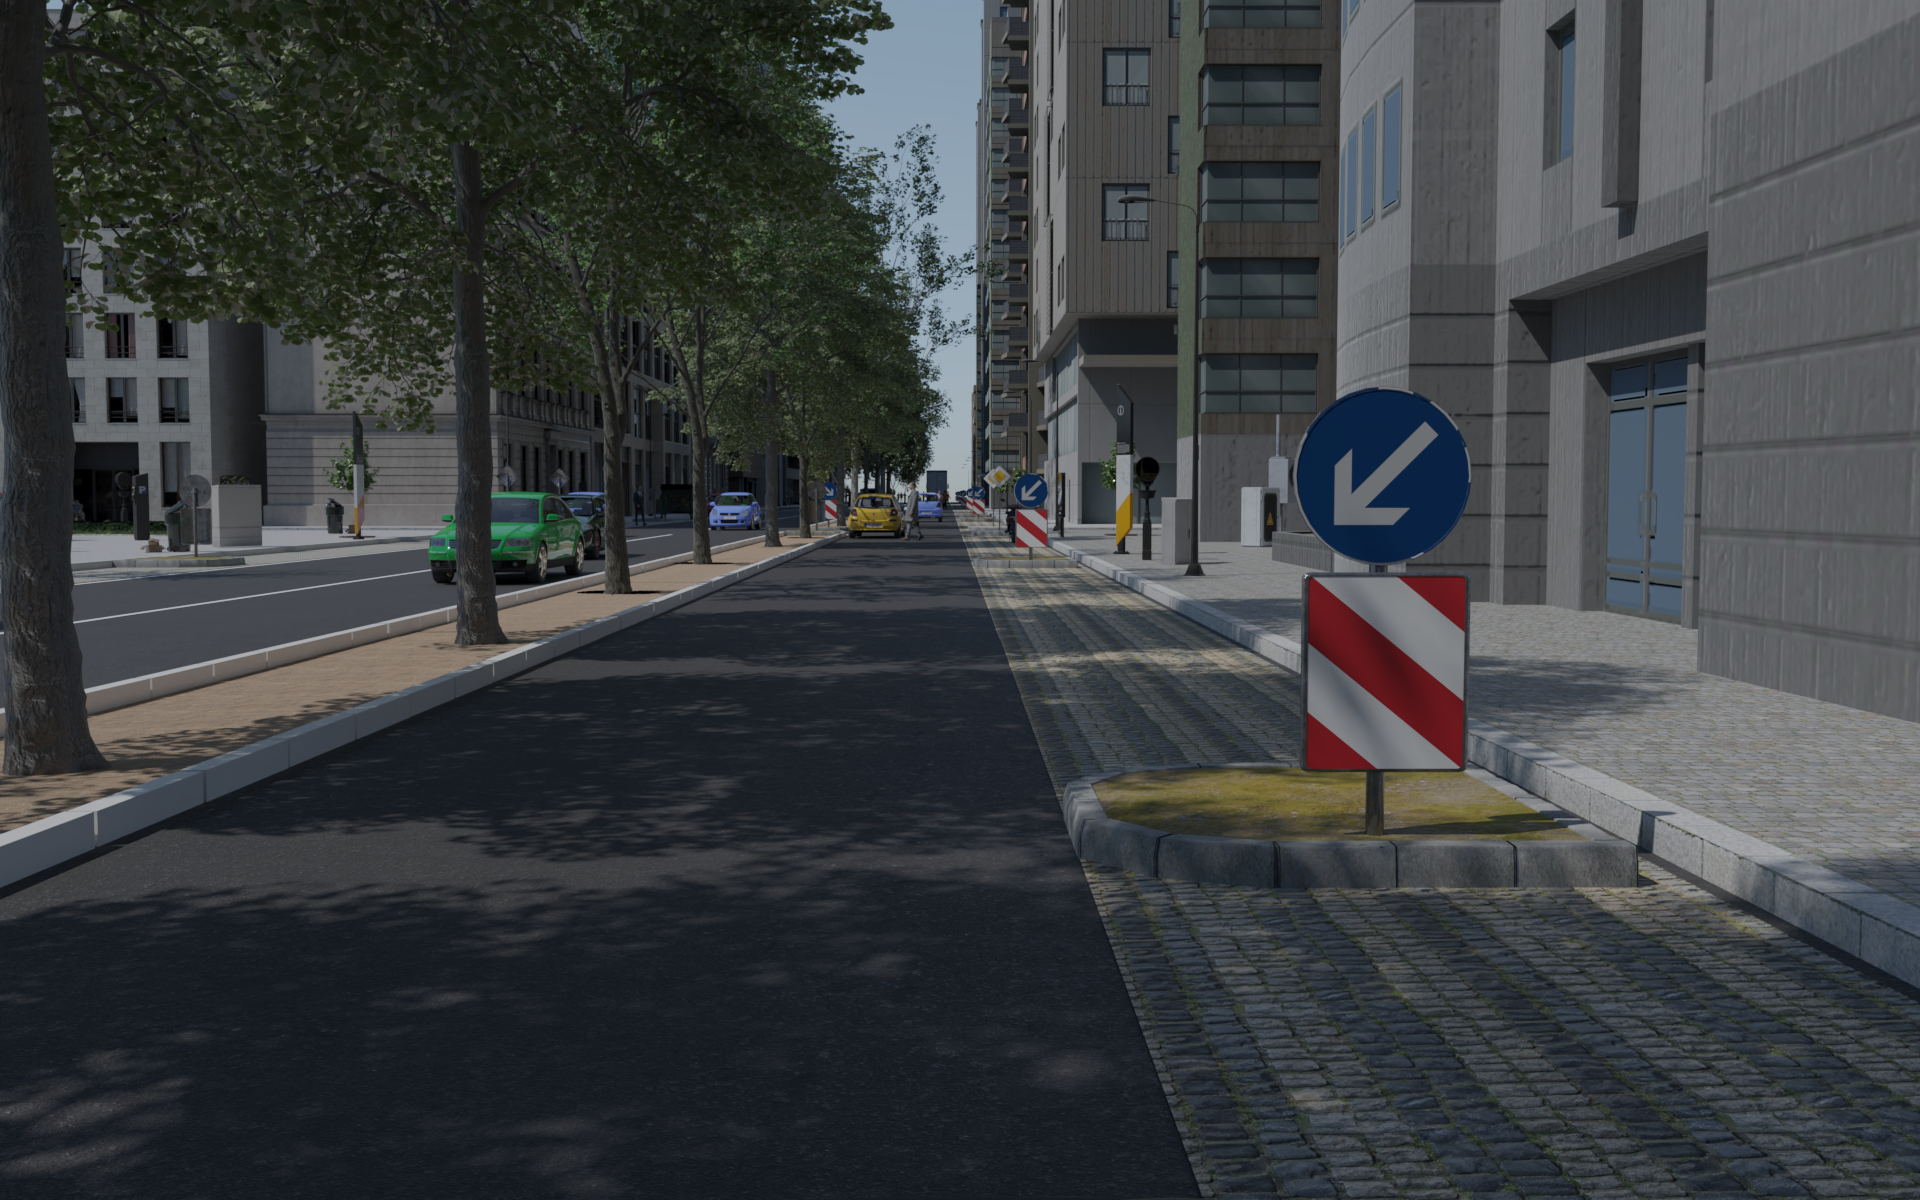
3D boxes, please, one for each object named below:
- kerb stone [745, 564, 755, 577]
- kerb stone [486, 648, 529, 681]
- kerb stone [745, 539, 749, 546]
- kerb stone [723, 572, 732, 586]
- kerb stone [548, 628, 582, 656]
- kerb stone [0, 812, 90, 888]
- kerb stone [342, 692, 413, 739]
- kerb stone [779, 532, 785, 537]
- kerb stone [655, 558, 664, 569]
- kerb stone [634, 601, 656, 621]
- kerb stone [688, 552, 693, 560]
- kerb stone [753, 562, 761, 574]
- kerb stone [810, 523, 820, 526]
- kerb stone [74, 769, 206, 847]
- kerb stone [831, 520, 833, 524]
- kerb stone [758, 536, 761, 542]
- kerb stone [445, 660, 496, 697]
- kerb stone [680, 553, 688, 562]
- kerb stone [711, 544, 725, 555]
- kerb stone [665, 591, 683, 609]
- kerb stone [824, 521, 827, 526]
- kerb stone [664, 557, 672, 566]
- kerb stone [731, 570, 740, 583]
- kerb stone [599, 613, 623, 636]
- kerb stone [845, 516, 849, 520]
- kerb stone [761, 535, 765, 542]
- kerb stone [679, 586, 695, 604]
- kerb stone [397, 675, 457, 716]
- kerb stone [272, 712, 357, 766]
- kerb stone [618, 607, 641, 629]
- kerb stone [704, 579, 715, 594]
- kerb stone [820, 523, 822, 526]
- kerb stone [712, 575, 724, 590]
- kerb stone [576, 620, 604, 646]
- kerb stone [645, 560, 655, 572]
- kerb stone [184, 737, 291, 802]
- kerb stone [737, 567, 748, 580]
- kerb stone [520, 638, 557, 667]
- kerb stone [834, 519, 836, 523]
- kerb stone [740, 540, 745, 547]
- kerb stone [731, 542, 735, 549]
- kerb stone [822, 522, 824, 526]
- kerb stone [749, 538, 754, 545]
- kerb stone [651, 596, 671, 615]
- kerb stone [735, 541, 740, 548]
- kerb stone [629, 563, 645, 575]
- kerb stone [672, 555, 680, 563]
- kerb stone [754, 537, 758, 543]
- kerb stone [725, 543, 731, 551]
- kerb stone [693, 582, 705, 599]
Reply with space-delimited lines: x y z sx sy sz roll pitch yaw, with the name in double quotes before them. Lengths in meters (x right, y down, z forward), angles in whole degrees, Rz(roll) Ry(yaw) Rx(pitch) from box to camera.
"kerb stone" -3.729 -0.482 30.084 0.120 0.150 1.000 0 4 0
"kerb stone" -3.613 0.520 13.693 0.120 0.150 1.000 0 4 0
"kerb stone" -5.967 -1.545 47.456 0.120 0.150 1.000 0 4 0
"kerb stone" -3.712 -0.295 27.012 0.120 0.150 1.000 0 4 0
"kerb stone" -3.626 0.395 15.743 0.120 0.150 1.000 0 4 0
"kerb stone" -3.555 0.960 6.501 0.120 0.150 1.000 0 4 0
"kerb stone" -3.586 0.708 10.612 0.120 0.150 1.000 0 4 0
"kerb stone" -6.045 -2.236 58.752 0.120 0.150 1.000 0 4 0
"kerb stone" -5.853 -0.667 33.106 0.120 0.150 1.000 0 4 0
"kerb stone" -3.655 0.144 19.845 0.120 0.150 1.000 0 4 0
"kerb stone" -5.882 -0.918 37.197 0.120 0.150 1.000 0 4 0
"kerb stone" -3.743 -0.545 31.110 0.120 0.150 1.000 0 4 0
"kerb stone" -6.157 -3.145 73.624 0.120 0.150 1.000 0 4 0
"kerb stone" -3.565 0.900 7.530 0.120 0.150 1.000 0 4 0
"kerb stone" -6.214 -3.642 81.848 0.120 0.150 1.000 0 4 0
"kerb stone" -5.988 -1.734 50.542 0.120 0.150 1.000 0 4 0
"kerb stone" -3.605 0.584 12.663 0.120 0.150 1.000 0 4 0
"kerb stone" -5.874 -0.855 36.175 0.120 0.150 1.000 0 4 0
"kerb stone" -5.929 -1.231 42.324 0.120 0.150 1.000 0 4 0
"kerb stone" -3.670 0.018 21.896 0.120 0.150 1.000 0 4 0
"kerb stone" -6.185 -3.397 77.729 0.120 0.150 1.000 0 4 0
"kerb stone" -5.868 -0.730 34.128 0.120 0.150 1.000 0 4 0
"kerb stone" -3.721 -0.354 28.035 0.120 0.150 1.000 0 4 0
"kerb stone" -3.644 0.273 17.790 0.120 0.150 1.000 0 4 0
"kerb stone" -6.339 -4.714 99.267 0.120 0.150 1.000 0 4 0
"kerb stone" -5.991 -1.793 51.569 0.120 0.150 1.000 0 4 0
"kerb stone" -3.676 -0.044 22.919 0.120 0.150 1.000 0 4 0
"kerb stone" -3.598 0.646 11.634 0.120 0.150 1.000 0 4 0
"kerb stone" -3.580 0.772 9.580 0.120 0.150 1.000 0 4 0
"kerb stone" -3.646 0.207 18.812 0.120 0.150 1.000 0 4 0
"kerb stone" -3.699 -0.169 24.965 0.120 0.150 1.000 0 4 0
"kerb stone" -6.164 -3.208 74.649 0.120 0.150 1.000 0 4 0
"kerb stone" -3.698 -0.232 25.990 0.120 0.150 1.000 0 4 0
"kerb stone" -3.629 0.332 16.765 0.120 0.150 1.000 0 4 0
"kerb stone" -5.840 -0.605 32.084 0.120 0.150 1.000 0 4 0
"kerb stone" -3.568 0.834 8.552 0.120 0.150 1.000 0 4 0
"kerb stone" -3.723 -0.420 29.062 0.120 0.150 1.000 0 4 0
"kerb stone" -3.622 0.457 14.716 0.120 0.150 1.000 0 4 0
"kerb stone" -6.228 -3.767 83.900 0.120 0.150 1.000 0 4 0
"kerb stone" -5.953 -1.480 46.429 0.120 0.150 1.000 0 4 0
"kerb stone" -5.941 -1.356 44.371 0.120 0.150 1.000 0 4 0
"kerb stone" -6.168 -3.271 75.671 0.120 0.150 1.000 0 4 0
"kerb stone" -5.967 -1.608 48.483 0.120 0.150 1.000 0 4 0
"kerb stone" -3.658 0.081 20.874 0.120 0.150 1.000 0 4 0
"kerb stone" -5.945 -1.417 45.407 0.120 0.150 1.000 0 4 0
"kerb stone" -5.841 -0.538 31.062 0.120 0.150 1.000 0 4 0
"kerb stone" -5.865 -0.789 35.151 0.120 0.150 1.000 0 4 0
"kerb stone" -5.976 -1.671 49.510 0.120 0.150 1.000 0 4 0
"kerb stone" -5.928 -1.286 43.349 0.120 0.150 1.000 0 4 0
"kerb stone" -3.685 -0.107 23.942 0.120 0.150 1.000 0 4 0
